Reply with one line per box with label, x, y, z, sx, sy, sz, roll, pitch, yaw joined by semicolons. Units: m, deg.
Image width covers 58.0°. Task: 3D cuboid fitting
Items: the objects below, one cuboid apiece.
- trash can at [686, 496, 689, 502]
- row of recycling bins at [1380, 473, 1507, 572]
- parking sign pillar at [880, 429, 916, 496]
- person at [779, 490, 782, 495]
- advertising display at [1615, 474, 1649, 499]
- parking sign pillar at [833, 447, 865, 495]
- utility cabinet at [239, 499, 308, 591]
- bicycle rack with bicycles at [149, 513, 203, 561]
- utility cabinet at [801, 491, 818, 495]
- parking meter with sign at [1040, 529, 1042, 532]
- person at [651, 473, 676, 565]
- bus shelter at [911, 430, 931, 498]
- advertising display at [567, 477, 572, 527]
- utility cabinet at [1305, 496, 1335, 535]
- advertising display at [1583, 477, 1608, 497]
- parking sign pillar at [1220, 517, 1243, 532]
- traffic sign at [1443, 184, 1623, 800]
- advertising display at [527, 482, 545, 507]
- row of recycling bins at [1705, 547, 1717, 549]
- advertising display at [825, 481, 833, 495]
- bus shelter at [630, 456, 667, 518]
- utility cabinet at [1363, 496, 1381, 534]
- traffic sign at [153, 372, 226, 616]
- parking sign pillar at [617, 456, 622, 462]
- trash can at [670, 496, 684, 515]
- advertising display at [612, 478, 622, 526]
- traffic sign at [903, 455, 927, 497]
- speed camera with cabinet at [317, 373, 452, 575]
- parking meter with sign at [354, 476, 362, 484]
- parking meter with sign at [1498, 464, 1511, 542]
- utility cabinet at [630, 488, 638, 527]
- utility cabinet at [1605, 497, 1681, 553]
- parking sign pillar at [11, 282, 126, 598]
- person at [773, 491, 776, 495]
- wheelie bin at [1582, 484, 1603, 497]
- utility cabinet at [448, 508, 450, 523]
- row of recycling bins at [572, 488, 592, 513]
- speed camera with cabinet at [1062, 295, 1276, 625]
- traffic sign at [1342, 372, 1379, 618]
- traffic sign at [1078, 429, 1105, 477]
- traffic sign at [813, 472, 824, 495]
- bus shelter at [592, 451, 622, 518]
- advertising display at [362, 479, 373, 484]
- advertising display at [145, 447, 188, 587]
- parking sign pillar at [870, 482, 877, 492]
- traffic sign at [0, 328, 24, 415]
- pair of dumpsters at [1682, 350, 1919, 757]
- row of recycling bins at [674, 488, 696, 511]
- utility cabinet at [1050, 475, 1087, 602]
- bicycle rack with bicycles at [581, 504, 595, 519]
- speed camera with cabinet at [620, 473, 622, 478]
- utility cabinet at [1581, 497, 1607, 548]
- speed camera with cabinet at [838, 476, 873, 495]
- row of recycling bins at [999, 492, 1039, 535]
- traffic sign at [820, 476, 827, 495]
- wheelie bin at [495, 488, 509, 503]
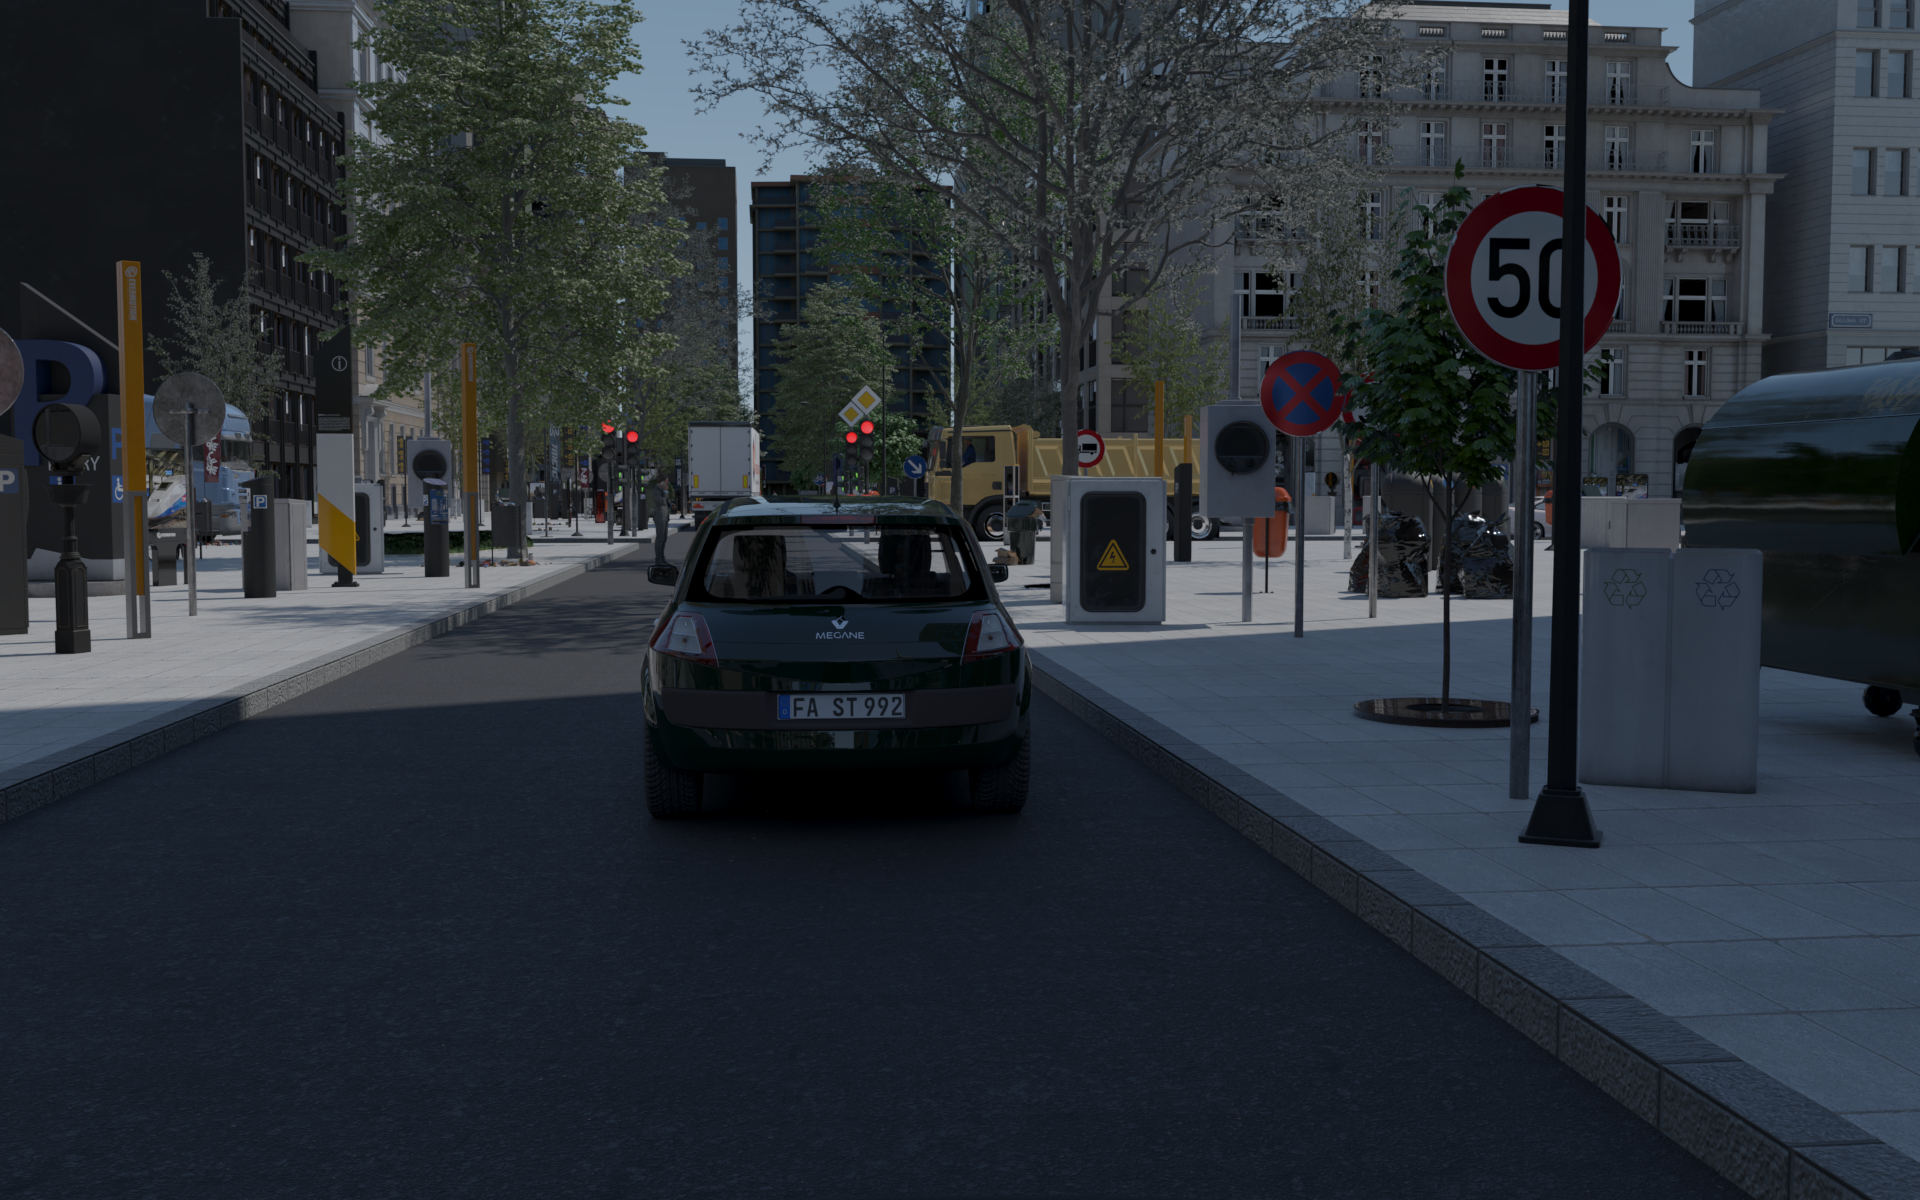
trash can;-18.067;-6.220;113.354;0.748;1.137;0.748;0;3;0
row of recycling bins;8.281;-1.382;29.709;1.069;1.692;3.534;3;5;43
parking sign pillar;-2.347;-5.061;71.212;1.447;3.967;1.447;2;4;24
person;-16.810;-9.449;163.008;0.705;1.821;1.348;0;4;-7
advertising display;21.383;-3.054;55.147;0.974;1.923;0.123;2;4;25
parking sign pillar;-5.513;-5.703;81.710;1.447;3.967;1.447;-2;4;-31
utility cabinet;-9.219;-0.741;23.281;1.020;1.237;0.306;2;4;31
bicycle rack with bicycles;-15.782;-1.233;33.537;2.852;0.926;2.925;0;4;3
utility cabinet;-10.879;-7.115;125.014;1.173;1.500;0.318;0;4;5
parking meter with sign;1.937;-3.841;59.060;1.738;3.016;0.543;0;4;-5
person;-5.881;-1.603;34.516;0.447;1.846;0.655;0;4;5
bus shelter;-1.020;-4.581;66.187;1.731;3.624;6.357;0;4;-6
advertising display;-15.090;-3.774;66.924;0.123;1.923;0.974;-1;4;-9
utility cabinet;11.326;-2.665;54.742;1.020;1.237;0.306;3;5;43
advertising display;24.134;-3.708;65.840;0.974;1.923;0.123;-1;4;-9
parking sign pillar;9.552;-4.338;59.395;1.447;3.967;1.447;3;4;36
traffic sign;2.359;-0.436;7.231;0.768;2.556;0.104;0;4;-6
advertising display;-22.994;-5.460;94.486;0.974;1.923;0.123;0;4;4
row of recycling bins;8.596;-0.520;15.621;3.534;1.692;1.069;2;4;34
advertising display;-6.065;-4.829;84.167;0.974;1.923;0.123;1;4;13
bus shelter;-17.259;-6.199;95.272;2.014;3.302;5.546;0;4;-7
utility cabinet;13.285;-2.720;55.627;0.306;1.237;1.020;3;4;38
traffic sign;-8.084;-1.105;18.177;0.768;2.556;0.104;0;4;0
parking sign pillar;-21.396;-7.239;106.833;1.447;3.967;1.447;0;4;-8
trash can;-17.876;-5.880;107.798;0.748;1.137;0.748;0;3;0
advertising display;-13.799;-3.970;70.124;0.123;1.923;0.974;1;4;22
traffic sign;-1.467;-3.457;56.621;0.768;2.556;0.104;0;4;0
speed camera with cabinet;-9.283;-2.056;27.949;2.038;3.252;0.660;-1;4;-19
parking meter with sign;-25.263;-4.644;72.188;1.738;3.016;0.543;-1;4;-16
parking meter with sign;10.684;-2.346;34.611;0.543;3.016;1.738;0;4;6
utility cabinet;-12.640;-3.609;67.679;0.318;1.500;1.173;-2;4;-25
utility cabinet;8.988;-0.709;22.749;1.020;1.237;0.306;-2;4;-28
parking sign pillar;-11.310;-2.051;22.011;1.447;3.967;1.447;0;4;5
person;-19.746;-10.668;183.714;1.217;1.735;0.721;3;4;37
wheelie bin;19.960;-2.885;55.077;0.980;1.594;0.693;-1;4;-22
utility cabinet;-22.908;-3.976;76.168;1.020;1.237;0.306;2;4;25
row of recycling bins;-25.002;-6.651;115.861;1.069;1.692;3.534;1;4;20
speed camera with cabinet;2.053;-1.394;17.120;2.038;3.252;0.660;0;4;0
traffic sign;4.282;-1.088;17.890;0.768;2.556;0.104;0;4;-6
traffic sign;2.465;-2.073;34.005;0.768;2.556;0.104;0;4;-4
traffic sign;-7.991;-6.019;98.513;0.768;2.556;0.104;0;4;-5
bus shelter;-19.616;-6.517;97.828;1.731;3.624;6.357;0;4;-6
advertising display;-26.221;-4.352;76.370;0.974;1.923;0.123;2;4;33
advertising display;-11.108;-1.157;24.138;0.123;1.923;0.974;1;4;16
parking sign pillar;-4.884;-6.725;98.431;1.447;3.967;1.447;-3;5;-40
traffic sign;-7.128;-0.756;12.468;0.768;2.556;0.104;0;4;-4
pair of dumpsters;5.150;-0.327;7.838;1.574;2.255;4.437;0;4;-7
row of recycling bins;-19.715;-7.142;123.888;1.069;1.692;3.534;-2;4;-31
utility cabinet;1.429;-0.736;20.709;0.318;1.500;1.173;1;4;23
bicycle rack with bicycles;-17.632;-4.616;88.847;2.925;0.926;2.852;1;4;11
speed camera with cabinet;-14.253;-4.897;74.395;0.660;3.252;2.038;1;4;20
utility cabinet;15.128;-1.812;40.794;1.020;1.237;0.306;2;4;28
speed camera with cabinet;-3.998;-4.399;66.259;0.660;3.252;2.038;1;4;22
row of recycling bins;1.805;-2.958;55.472;1.069;1.692;3.534;-1;4;-11
traffic sign;-9.019;-6.979;114.213;0.768;2.556;0.104;0;4;1
wheelie bin;-25.641;-5.473;97.393;0.980;1.594;0.693;-2;4;-27
